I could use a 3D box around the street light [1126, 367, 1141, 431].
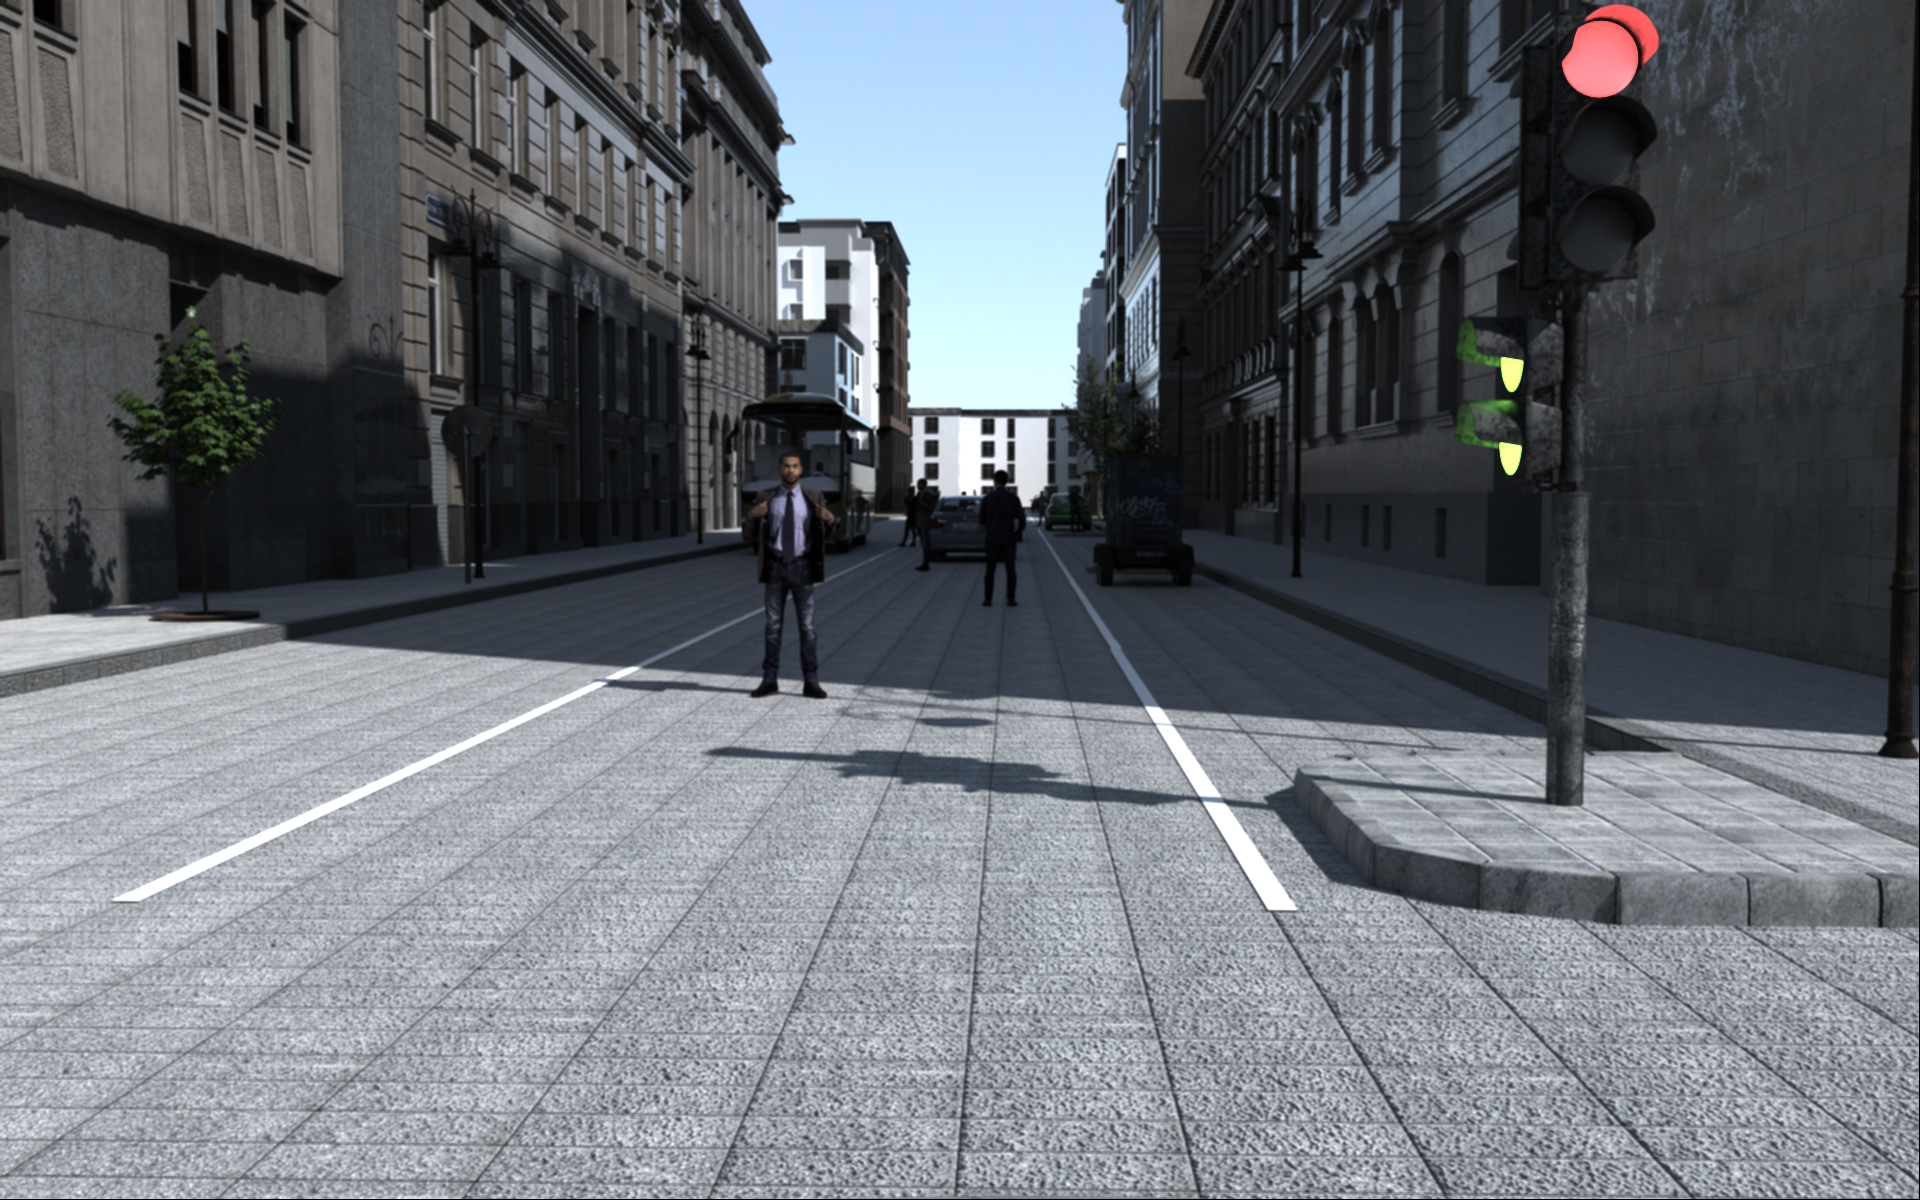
[{"bbox_3d":[6.314,-5.533,63.246,0.468,5.910,1.993,0,4,2],"label":"street light"}]

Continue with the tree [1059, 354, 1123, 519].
[{"bbox_3d":[7.281,-8.557,90.268,4.737,8.622,4.395,0,3,0],"label":"tree"}]

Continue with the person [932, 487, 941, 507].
[{"bbox_3d":[-1.016,-4.187,77.764,0.445,1.727,0.742,-3,5,-42],"label":"person"}]

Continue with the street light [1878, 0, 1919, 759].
[{"bbox_3d":[4.594,-2.172,8.295,0.468,5.910,1.993,0,4,2],"label":"street light"}]

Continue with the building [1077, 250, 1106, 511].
[{"bbox_3d":[17.742,-17.324,139.671,16.016,20.091,11.380,0,4,2],"label":"building"}]

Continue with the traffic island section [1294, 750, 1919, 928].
[{"bbox_3d":[2.529,0.923,7.185,2.009,0.180,2.903,0,4,2],"label":"traffic island section"}]

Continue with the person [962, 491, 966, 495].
[{"bbox_3d":[0.052,-3.058,60.870,0.546,1.535,0.453,3,4,38],"label":"person"}]

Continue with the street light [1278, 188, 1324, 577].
[{"bbox_3d":[5.204,-3.292,26.611,0.468,5.910,1.993,0,4,2],"label":"street light"}]

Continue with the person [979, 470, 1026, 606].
[{"bbox_3d":[0.532,-0.794,22.192,0.576,1.737,0.504,0,4,-8],"label":"person"}]

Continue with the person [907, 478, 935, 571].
[{"bbox_3d":[-0.742,-1.410,32.373,0.431,1.722,0.655,-1,4,-16],"label":"person"}]

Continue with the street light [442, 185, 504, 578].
[{"bbox_3d":[-7.361,-3.275,26.333,0.468,5.910,1.993,0,4,2],"label":"street light"}]

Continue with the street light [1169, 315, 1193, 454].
[{"bbox_3d":[5.715,-4.412,44.930,0.468,5.910,1.993,0,4,2],"label":"street light"}]

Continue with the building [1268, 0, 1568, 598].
[{"bbox_3d":[13.829,-14.882,30.711,14.401,28.519,23.554,0,4,2],"label":"building"}]

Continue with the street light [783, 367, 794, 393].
[{"bbox_3d":[-6.219,-5.516,62.967,0.468,5.910,1.993,0,4,2],"label":"street light"}]

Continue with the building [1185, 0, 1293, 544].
[{"bbox_3d":[12.991,-11.486,52.417,10.561,19.102,19.286,0,4,2],"label":"building"}]

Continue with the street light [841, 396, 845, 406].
[{"bbox_3d":[-5.504,-6.651,81.531,0.468,5.910,1.993,0,4,2],"label":"street light"}]

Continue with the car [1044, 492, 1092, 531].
[{"bbox_3d":[4.282,-3.675,68.883,1.959,1.807,4.718,0,4,2],"label":"car"}]

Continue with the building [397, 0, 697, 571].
[{"bbox_3d":[-14.380,-14.861,40.234,12.463,27.353,25.104,0,4,2],"label":"building"}]

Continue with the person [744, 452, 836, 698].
[{"bbox_3d":[-1.195,-0.174,12.164,0.655,1.722,0.431,0,4,1],"label":"person"}]

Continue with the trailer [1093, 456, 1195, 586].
[{"bbox_3d":[2.898,-1.285,28.061,1.471,1.999,3.904,0,4,1],"label":"trailer"}]

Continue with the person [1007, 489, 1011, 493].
[{"bbox_3d":[3.215,-6.407,113.916,0.551,1.740,0.621,2,4,32],"label":"person"}]

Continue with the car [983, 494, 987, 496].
[{"bbox_3d":[2.258,-7.031,125.185,2.015,1.641,3.980,0,4,4],"label":"car"}]

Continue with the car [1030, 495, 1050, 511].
[{"bbox_3d":[6.840,-8.108,145.140,1.945,1.354,3.894,0,4,1],"label":"car"}]

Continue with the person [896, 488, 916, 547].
[{"bbox_3d":[-1.388,-2.246,47.096,0.662,1.594,0.647,-3,4,-38],"label":"person"}]

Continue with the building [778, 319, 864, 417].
[{"bbox_3d":[-9.948,-9.499,97.449,9.099,9.664,28.070,0,4,2],"label":"building"}]

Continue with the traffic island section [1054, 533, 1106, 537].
[{"bbox_3d":[4.182,-2.197,58.787,1.991,0.108,1.994,0,4,2],"label":"traffic island section"}]

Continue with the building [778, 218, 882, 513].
[{"bbox_3d":[-13.415,-15.945,117.122,16.016,20.091,11.380,0,4,2],"label":"building"}]

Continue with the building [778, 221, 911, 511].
[{"bbox_3d":[-21.020,-18.377,144.445,32.646,21.610,27.936,0,4,2],"label":"building"}]

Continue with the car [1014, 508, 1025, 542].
[{"bbox_3d":[0.978,-2.504,53.305,2.083,1.381,4.827,0,4,1],"label":"car"}]

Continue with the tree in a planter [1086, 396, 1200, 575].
[{"bbox_3d":[3.322,-2.112,31.762,1.991,3.239,1.994,0,4,2],"label":"tree in a planter"}]

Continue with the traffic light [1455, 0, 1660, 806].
[{"bbox_3d":[2.489,-1.090,7.073,0.839,4.213,0.868,0,4,2],"label":"traffic light"}]

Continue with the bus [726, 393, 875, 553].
[{"bbox_3d":[-3.852,-3.312,45.703,2.896,3.916,12.252,0,4,1],"label":"bus"}]

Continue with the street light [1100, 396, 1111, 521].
[{"bbox_3d":[6.850,-6.665,81.767,0.468,5.910,1.993,0,4,2],"label":"street light"}]

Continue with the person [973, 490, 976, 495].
[{"bbox_3d":[1.297,-9.051,156.565,0.705,1.814,1.350,0,4,-3],"label":"person"}]

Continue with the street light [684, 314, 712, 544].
[{"bbox_3d":[-6.727,-4.395,44.648,0.468,5.910,1.993,0,4,2],"label":"street light"}]

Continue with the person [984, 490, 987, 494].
[{"bbox_3d":[1.896,-7.543,132.621,1.217,1.735,0.721,3,5,44],"label":"person"}]

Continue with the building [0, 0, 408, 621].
[{"bbox_3d":[-15.283,-12.209,17.645,12.078,24.808,19.932,0,4,2],"label":"building"}]

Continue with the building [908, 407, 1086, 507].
[{"bbox_3d":[0.138,-14.083,172.406,28.070,9.664,9.099,0,4,2],"label":"building"}]

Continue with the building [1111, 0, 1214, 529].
[{"bbox_3d":[13.660,-17.485,71.777,13.634,28.700,20.117,0,4,2],"label":"building"}]

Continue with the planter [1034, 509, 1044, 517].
[{"bbox_3d":[5.776,-5.384,109.173,1.991,0.319,1.994,0,4,2],"label":"planter"}]

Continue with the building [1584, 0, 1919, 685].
[{"bbox_3d":[14.895,-9.647,12.477,16.860,20.320,10.420,0,4,2],"label":"building"}]

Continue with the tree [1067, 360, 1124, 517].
[{"bbox_3d":[7.948,-8.896,95.804,4.360,8.622,3.978,0,3,0],"label":"tree"}]

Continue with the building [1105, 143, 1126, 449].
[{"bbox_3d":[23.630,-16.698,116.991,27.936,21.610,32.646,0,4,2],"label":"building"}]

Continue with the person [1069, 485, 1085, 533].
[{"bbox_3d":[4.378,-3.386,64.310,0.568,1.767,0.683,2,4,34],"label":"person"}]

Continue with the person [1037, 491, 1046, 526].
[{"bbox_3d":[3.688,-4.106,77.689,0.319,1.574,0.516,-3,5,-44],"label":"person"}]

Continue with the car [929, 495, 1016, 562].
[{"bbox_3d":[0.220,-1.587,37.958,2.014,1.417,4.499,0,4,3],"label":"car"}]

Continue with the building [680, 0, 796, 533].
[{"bbox_3d":[-14.260,-13.666,65.242,13.314,21.916,24.055,0,4,2],"label":"building"}]

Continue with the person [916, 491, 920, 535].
[{"bbox_3d":[-1.484,-3.013,60.037,0.388,1.546,0.482,3,4,39],"label":"person"}]

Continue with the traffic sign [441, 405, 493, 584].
[{"bbox_3d":[-7.038,-1.504,24.704,0.768,2.556,0.104,0,4,8],"label":"traffic sign"}]

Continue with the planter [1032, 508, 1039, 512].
[{"bbox_3d":[6.646,-7.031,136.102,1.991,0.319,1.994,0,4,2],"label":"planter"}]

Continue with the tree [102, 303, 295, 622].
[{"bbox_3d":[-7.902,-1.414,17.725,1.663,3.219,1.824,0,3,0],"label":"tree"}]
